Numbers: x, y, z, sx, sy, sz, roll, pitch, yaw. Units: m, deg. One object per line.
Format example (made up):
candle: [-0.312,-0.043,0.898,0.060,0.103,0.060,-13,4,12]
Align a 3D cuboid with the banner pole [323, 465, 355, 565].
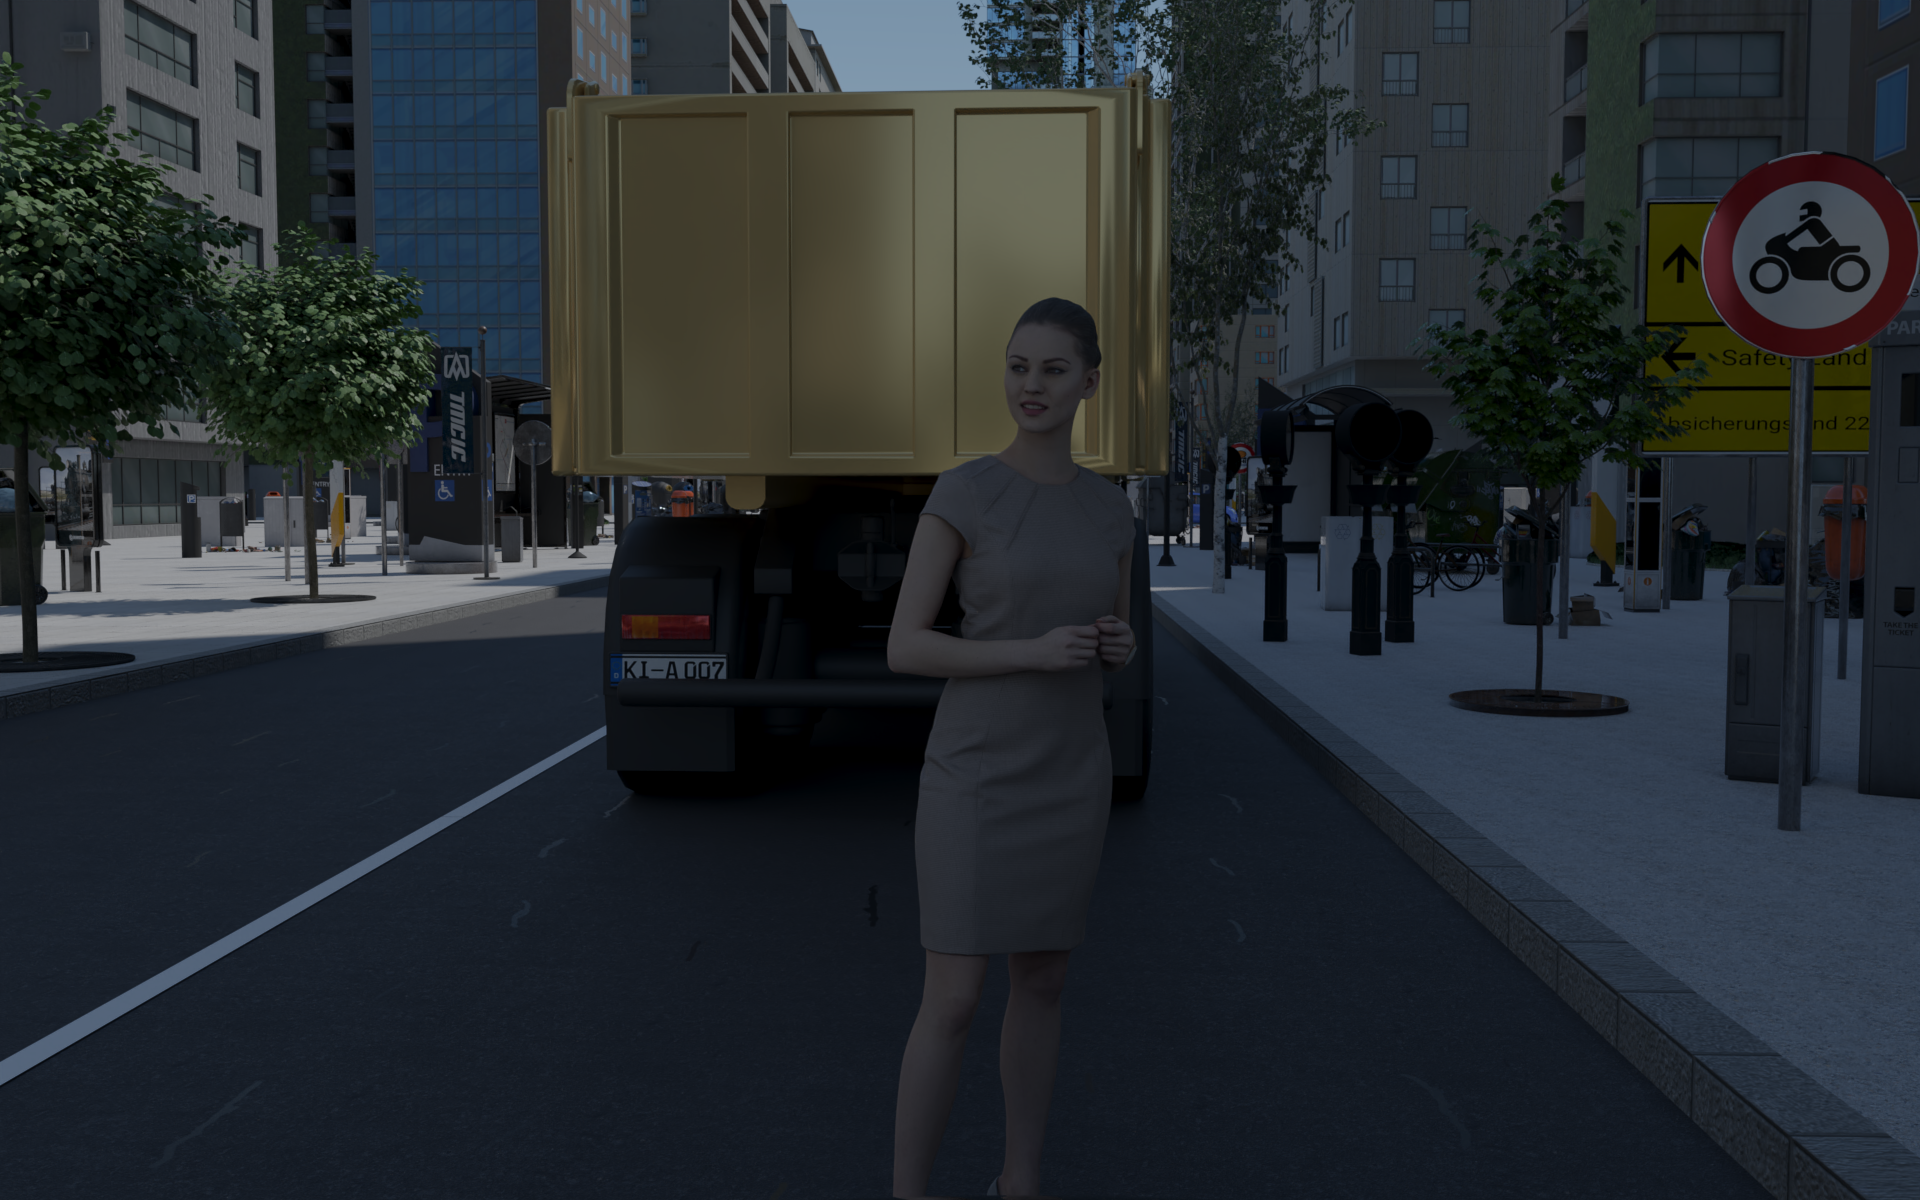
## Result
banner pole: [-11.395,-2.533,31.425,0.863,3.779,0.401,2,4,27]

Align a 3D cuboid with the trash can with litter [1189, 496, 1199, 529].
trash can with litter: [8.713,-3.281,64.707,1.678,1.210,2.233,-3,4,-38]

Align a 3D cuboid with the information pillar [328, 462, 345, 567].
information pillar: [-10.954,-2.387,30.388,0.183,3.616,0.504,-3,4,-37]

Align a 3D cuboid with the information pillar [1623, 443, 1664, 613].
information pillar: [7.431,-0.876,18.815,0.304,2.012,0.304,0,3,0]

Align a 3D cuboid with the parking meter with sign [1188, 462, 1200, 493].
parking meter with sign: [13.334,-6.017,94.636,1.738,3.016,0.543,3,5,39]

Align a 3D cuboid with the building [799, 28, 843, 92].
building: [-28.194,-37.569,203.487,27.495,52.752,28.713,0,4,2]

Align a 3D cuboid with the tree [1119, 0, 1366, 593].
tree: [3.242,-4.405,22.379,4.360,8.622,3.978,0,3,0]

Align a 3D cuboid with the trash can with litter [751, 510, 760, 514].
trash can with litter: [-14.588,-7.280,130.084,2.233,1.210,1.678,-1,4,-8]

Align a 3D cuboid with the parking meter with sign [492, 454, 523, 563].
parking meter with sign: [-9.103,-2.213,32.442,1.738,3.016,0.543,0,4,-5]

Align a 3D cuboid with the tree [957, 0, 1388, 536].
tree: [7.054,-12.014,52.311,12.611,20.169,13.585,0,3,0]

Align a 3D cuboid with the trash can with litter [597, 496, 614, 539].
trash can with litter: [-10.692,-2.382,50.011,1.678,1.210,2.233,1,4,13]

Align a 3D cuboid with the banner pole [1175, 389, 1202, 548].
banner pole: [5.387,-3.141,41.371,0.863,3.779,0.401,-3,5,-42]

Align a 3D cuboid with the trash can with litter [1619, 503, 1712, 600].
trash can with litter: [8.577,-0.596,21.127,0.624,1.170,1.055,-3,5,-43]

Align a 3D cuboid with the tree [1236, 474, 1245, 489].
tree: [22.973,-9.198,134.094,4.285,4.588,4.351,0,3,0]

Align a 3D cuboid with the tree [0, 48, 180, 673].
tree: [-7.091,-1.792,13.014,4.285,4.588,4.351,0,3,0]

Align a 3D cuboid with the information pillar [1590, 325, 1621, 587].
information pillar: [8.930,-1.993,23.948,0.504,3.616,0.183,-2,4,-35]

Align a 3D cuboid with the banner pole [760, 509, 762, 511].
banner pole: [-8.030,-4.775,68.086,0.863,3.779,0.401,1,4,19]

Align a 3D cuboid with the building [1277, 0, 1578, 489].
building: [34.304,-31.514,104.494,27.495,52.752,28.713,0,4,2]

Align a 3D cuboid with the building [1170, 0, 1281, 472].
building: [33.734,-46.889,204.894,20.563,71.187,20.611,0,4,2]

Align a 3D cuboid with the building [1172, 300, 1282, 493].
building: [37.352,-20.562,181.223,27.650,21.520,28.899,0,4,2]

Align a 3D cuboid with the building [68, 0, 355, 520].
building: [-40.938,-20.172,101.519,14.107,30.474,14.160,0,4,2]

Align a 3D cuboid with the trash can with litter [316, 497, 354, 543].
trash can with litter: [-17.301,-2.117,45.674,2.233,1.210,1.678,0,4,-4]

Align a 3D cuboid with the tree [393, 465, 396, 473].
tree: [-16.694,-3.586,53.235,1.663,3.219,1.824,0,3,0]

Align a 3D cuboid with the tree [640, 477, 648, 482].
tree: [-15.914,-5.857,90.362,1.663,3.219,1.824,0,3,0]

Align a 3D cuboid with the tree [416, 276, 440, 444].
tree: [-7.800,-2.274,20.886,4.285,4.588,4.351,0,3,0]

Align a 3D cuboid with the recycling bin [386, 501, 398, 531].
recycling bin: [-19.750,-2.958,60.913,0.722,1.027,0.722,0,4,8]

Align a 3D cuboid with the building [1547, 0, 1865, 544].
building: [24.291,-22.319,48.510,14.154,41.232,14.086,0,4,2]

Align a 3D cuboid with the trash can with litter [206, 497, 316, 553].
trash can with litter: [-15.764,-1.665,38.280,2.233,1.210,1.678,0,4,3]

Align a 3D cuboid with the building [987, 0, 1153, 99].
building: [15.801,-58.012,261.170,31.000,86.520,22.319,0,4,2]

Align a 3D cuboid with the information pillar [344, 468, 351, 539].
information pillar: [-17.484,-2.726,49.068,0.304,2.012,0.304,1,4,18]

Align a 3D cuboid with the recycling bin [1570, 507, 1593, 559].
recycling bin: [12.582,-1.359,34.771,0.722,1.027,0.722,-1,4,-14]

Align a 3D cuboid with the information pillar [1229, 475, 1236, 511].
information pillar: [14.186,-6.041,90.130,0.183,3.616,0.504,-2,4,-29]

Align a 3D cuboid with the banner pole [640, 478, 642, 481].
banner pole: [-18.996,-6.840,101.859,0.863,3.779,0.401,-1,4,-21]

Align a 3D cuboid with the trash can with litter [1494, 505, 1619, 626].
trash can with litter: [5.838,-0.348,17.070,1.055,1.170,0.624,0,4,7]

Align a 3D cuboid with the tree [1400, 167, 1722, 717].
tree: [3.615,-0.961,10.308,1.663,3.219,1.824,0,3,0]

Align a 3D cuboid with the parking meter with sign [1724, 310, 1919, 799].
parking meter with sign: [4.229,-0.677,7.327,1.738,3.016,0.543,2,4,33]

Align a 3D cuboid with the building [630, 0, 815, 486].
building: [-25.748,-33.218,166.821,21.300,48.544,21.600,0,4,2]

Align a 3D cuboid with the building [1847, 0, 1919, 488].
building: [24.301,-23.007,26.269,14.600,45.320,14.200,0,4,2]

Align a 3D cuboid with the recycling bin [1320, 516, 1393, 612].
recycling bin: [4.401,-0.409,19.249,0.722,1.027,0.722,0,4,7]

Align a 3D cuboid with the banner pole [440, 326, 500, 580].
banner pole: [-7.345,-2.195,25.913,0.863,3.779,0.401,0,4,-2]

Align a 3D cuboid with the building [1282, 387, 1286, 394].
building: [32.148,-29.294,129.064,14.600,45.320,14.200,0,4,2]

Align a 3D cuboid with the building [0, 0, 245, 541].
building: [-29.854,-17.250,53.740,14.107,30.474,14.160,0,4,2]

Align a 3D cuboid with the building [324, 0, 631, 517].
building: [-27.543,-27.566,100.809,14.600,45.320,14.200,0,4,2]

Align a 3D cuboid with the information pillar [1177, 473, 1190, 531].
information pillar: [7.858,-3.455,60.977,0.304,2.012,0.304,-3,4,-37]
